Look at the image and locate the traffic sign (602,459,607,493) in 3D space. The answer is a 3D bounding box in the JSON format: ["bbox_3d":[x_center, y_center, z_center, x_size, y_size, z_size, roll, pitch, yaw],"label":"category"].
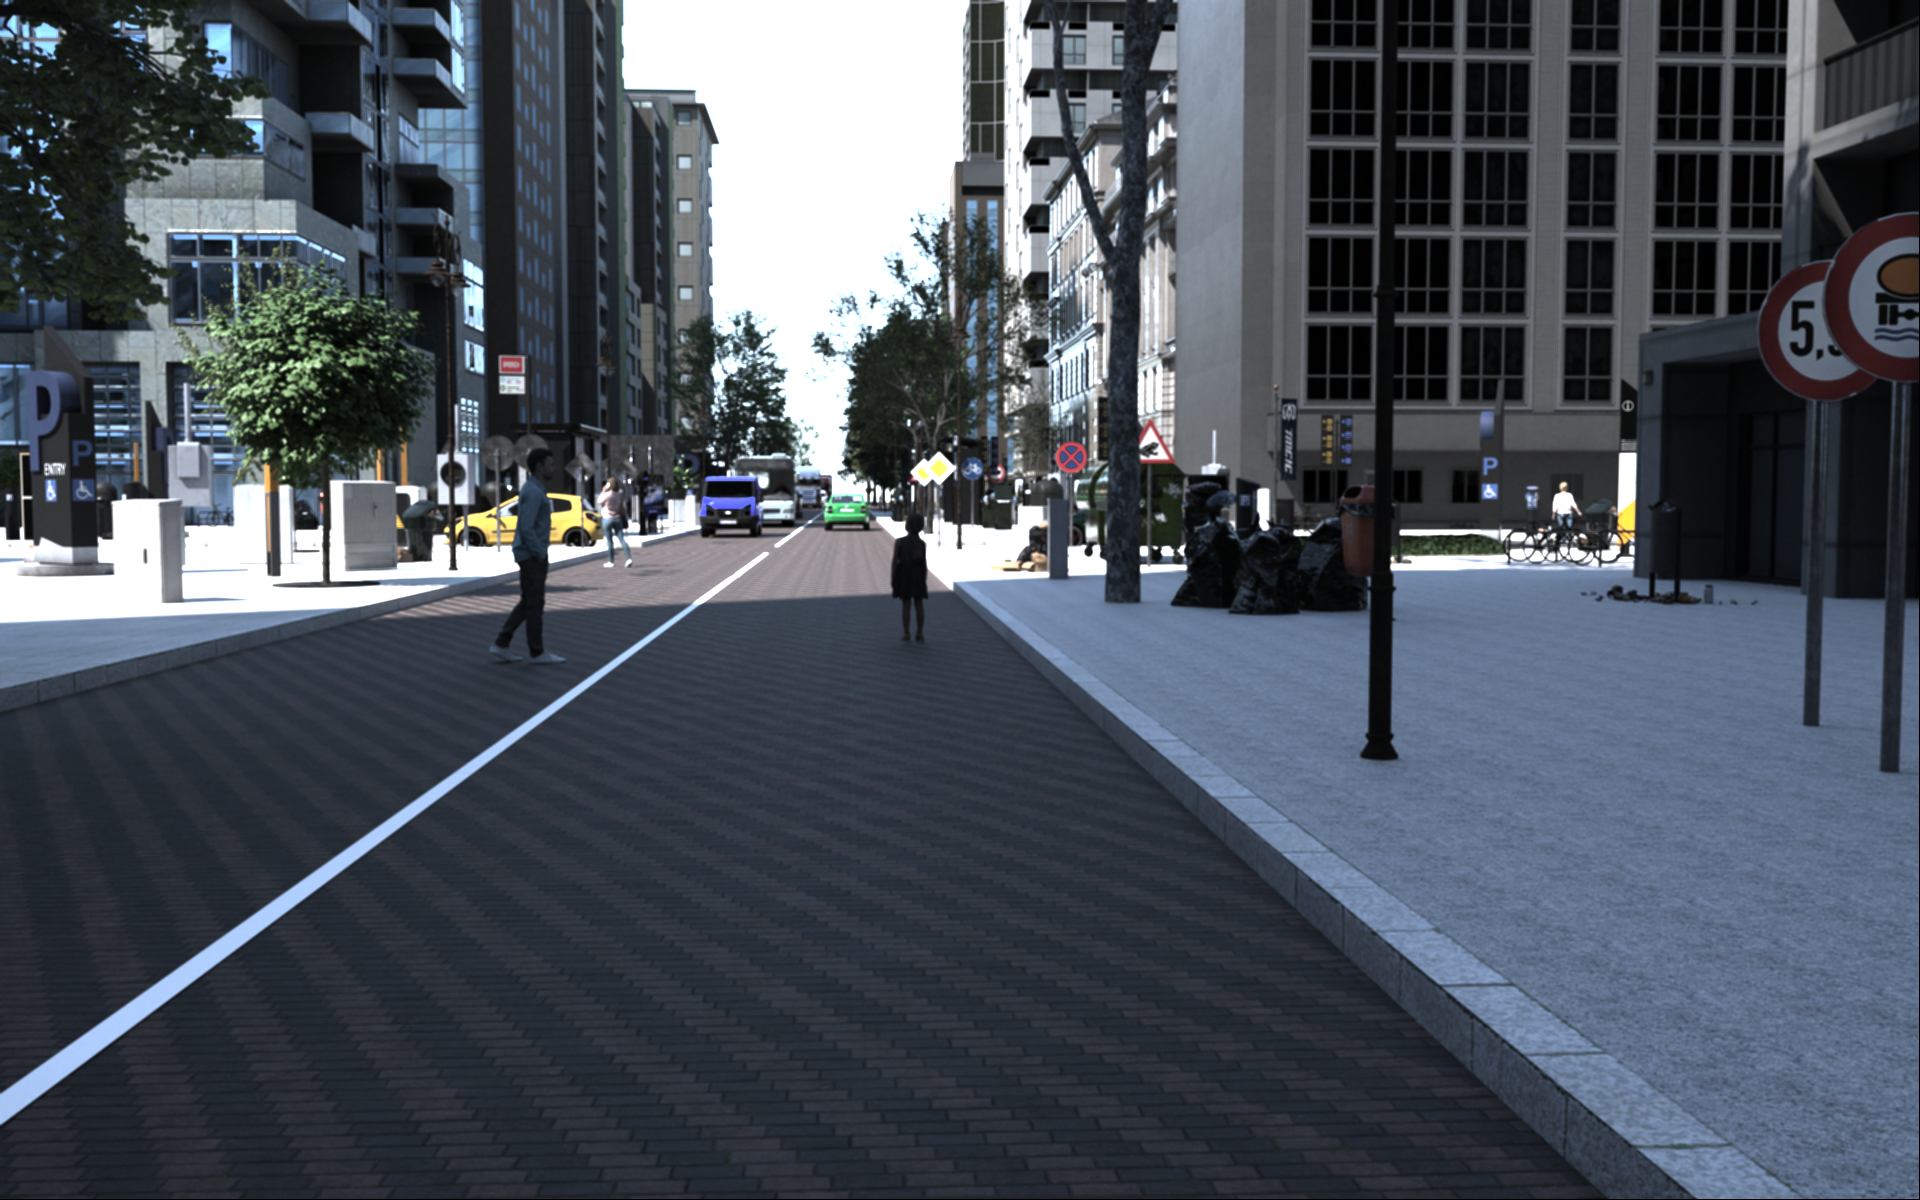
[{"bbox_3d":[-12.808,-3.844,62.947,0.768,2.556,0.104,0,4,6],"label":"traffic sign"}]

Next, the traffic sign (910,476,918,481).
[{"bbox_3d":[-1.621,-4.361,71.312,0.884,2.594,0.081,0,4,1],"label":"traffic sign"}]

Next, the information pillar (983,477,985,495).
[{"bbox_3d":[0.937,-4.302,74.825,0.304,2.012,0.304,0,4,4],"label":"information pillar"}]

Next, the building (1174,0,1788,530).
[{"bbox_3d":[21.429,-16.719,66.857,24.014,27.812,14.314,0,4,-4],"label":"building"}]

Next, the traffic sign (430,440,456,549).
[{"bbox_3d":[-11.964,-2.483,40.595,0.884,2.594,0.081,0,4,-3],"label":"traffic sign"}]

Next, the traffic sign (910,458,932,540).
[{"bbox_3d":[-1.007,-2.755,48.693,0.795,2.450,0.064,0,4,-4],"label":"traffic sign"}]

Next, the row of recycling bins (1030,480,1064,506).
[{"bbox_3d":[2.604,-2.755,52.154,1.069,1.692,3.534,0,4,2],"label":"row of recycling bins"}]

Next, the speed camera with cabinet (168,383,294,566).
[{"bbox_3d":[-13.166,-2.262,31.314,2.038,3.252,0.660,-1,4,-20],"label":"speed camera with cabinet"}]

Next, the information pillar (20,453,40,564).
[{"bbox_3d":[-16.649,-1.631,31.157,0.304,2.012,0.304,0,4,3],"label":"information pillar"}]

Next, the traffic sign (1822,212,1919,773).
[{"bbox_3d":[4.299,-0.479,7.932,0.768,2.556,0.104,0,4,4],"label":"traffic sign"}]

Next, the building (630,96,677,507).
[{"bbox_3d":[-36.112,-29.901,172.480,14.154,41.232,14.086,0,4,-4],"label":"building"}]

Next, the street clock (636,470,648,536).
[{"bbox_3d":[-9.742,-2.974,53.189,0.358,2.002,0.471,1,4,9],"label":"street clock"}]

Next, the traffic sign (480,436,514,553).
[{"bbox_3d":[-10.074,-2.303,37.760,0.768,2.556,0.104,0,3,0],"label":"traffic sign"}]

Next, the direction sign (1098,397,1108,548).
[{"bbox_3d":[3.544,-2.979,40.705,0.876,3.537,0.379,-3,5,-42],"label":"direction sign"}]

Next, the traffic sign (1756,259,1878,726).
[{"bbox_3d":[4.719,-0.576,9.524,0.768,2.556,0.104,0,4,0],"label":"traffic sign"}]

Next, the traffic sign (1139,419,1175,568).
[{"bbox_3d":[3.293,-1.841,30.104,0.884,2.594,0.081,0,4,-3],"label":"traffic sign"}]

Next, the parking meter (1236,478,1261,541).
[{"bbox_3d":[4.424,-1.113,26.614,0.372,1.533,0.369,0,3,0],"label":"parking meter"}]

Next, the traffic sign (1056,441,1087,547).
[{"bbox_3d":[2.692,-2.553,41.854,0.768,2.556,0.104,0,4,6],"label":"traffic sign"}]

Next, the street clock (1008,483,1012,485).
[{"bbox_3d":[3.108,-6.426,109.642,0.358,2.002,0.471,-1,4,-23],"label":"street clock"}]

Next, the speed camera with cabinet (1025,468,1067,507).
[{"bbox_3d":[3.697,-4.975,75.683,2.038,3.252,0.660,3,5,39],"label":"speed camera with cabinet"}]

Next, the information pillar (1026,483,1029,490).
[{"bbox_3d":[4.501,-6.954,118.195,0.304,2.012,0.304,2,4,25],"label":"information pillar"}]

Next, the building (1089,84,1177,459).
[{"bbox_3d":[14.805,-15.058,87.993,13.314,21.916,24.055,0,4,-4],"label":"building"}]

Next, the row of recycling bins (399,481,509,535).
[{"bbox_3d":[-16.086,-2.937,55.139,3.534,1.692,1.069,-3,4,-36],"label":"row of recycling bins"}]

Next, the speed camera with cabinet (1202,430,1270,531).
[{"bbox_3d":[8.597,-3.651,54.023,2.038,3.252,0.660,0,4,0],"label":"speed camera with cabinet"}]

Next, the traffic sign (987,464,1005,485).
[{"bbox_3d":[1.493,-4.434,72.599,0.768,2.556,0.104,0,4,4],"label":"traffic sign"}]

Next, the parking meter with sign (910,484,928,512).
[{"bbox_3d":[-2.067,-6.850,108.262,1.738,3.016,0.543,1,4,10],"label":"parking meter with sign"}]

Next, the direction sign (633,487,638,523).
[{"bbox_3d":[-14.564,-5.228,77.481,0.379,3.537,0.876,3,5,43],"label":"direction sign"}]

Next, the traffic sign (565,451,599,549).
[{"bbox_3d":[-8.770,-2.237,40.212,0.795,2.450,0.064,0,4,-4],"label":"traffic sign"}]

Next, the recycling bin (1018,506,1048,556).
[{"bbox_3d":[1.676,-1.402,35.471,0.722,1.027,0.722,-3,5,-41],"label":"recycling bin"}]

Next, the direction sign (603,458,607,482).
[{"bbox_3d":[-22.239,-7.194,109.626,0.379,3.537,0.876,3,5,41],"label":"direction sign"}]

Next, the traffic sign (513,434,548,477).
[{"bbox_3d":[-9.155,-2.254,36.952,0.768,2.556,0.104,0,4,2],"label":"traffic sign"}]

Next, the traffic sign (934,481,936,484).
[{"bbox_3d":[-1.484,-5.633,92.198,0.768,2.556,0.104,0,4,-2],"label":"traffic sign"}]

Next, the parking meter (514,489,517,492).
[{"bbox_3d":[-22.283,-4.830,87.384,0.372,1.533,0.369,0,3,0],"label":"parking meter"}]

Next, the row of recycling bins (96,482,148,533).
[{"bbox_3d":[-28.724,-3.071,57.326,3.534,1.692,1.069,-1,4,-9],"label":"row of recycling bins"}]

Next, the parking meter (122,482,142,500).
[{"bbox_3d":[-17.805,-1.765,37.271,0.372,1.533,0.369,0,3,0],"label":"parking meter"}]

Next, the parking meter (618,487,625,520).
[{"bbox_3d":[-15.676,-4.564,80.329,0.399,1.863,0.255,1,4,18],"label":"parking meter"}]

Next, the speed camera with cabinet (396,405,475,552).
[{"bbox_3d":[-11.790,-2.680,38.160,2.038,3.252,0.660,0,4,0],"label":"speed camera with cabinet"}]

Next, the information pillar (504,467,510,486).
[{"bbox_3d":[-22.511,-5.799,86.176,0.183,3.616,0.504,1,4,12],"label":"information pillar"}]

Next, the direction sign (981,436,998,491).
[{"bbox_3d":[1.149,-4.647,67.981,0.876,3.537,0.379,-3,5,-40],"label":"direction sign"}]

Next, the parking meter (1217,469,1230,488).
[{"bbox_3d":[6.000,-2.067,39.512,0.255,1.863,0.399,1,4,15],"label":"parking meter"}]

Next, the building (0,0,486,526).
[{"bbox_3d":[-35.496,-47.014,81.345,22.319,86.520,31.000,0,4,-4],"label":"building"}]

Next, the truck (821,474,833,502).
[{"bbox_3d":[-19.643,-15.866,248.315,2.839,4.237,11.283,0,4,-2],"label":"truck"}]

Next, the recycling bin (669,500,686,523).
[{"bbox_3d":[-12.482,-3.926,76.744,0.722,1.027,0.722,-1,4,-22],"label":"recycling bin"}]

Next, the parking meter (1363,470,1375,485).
[{"bbox_3d":[9.894,-2.205,41.768,0.255,1.863,0.399,0,4,-4],"label":"parking meter"}]

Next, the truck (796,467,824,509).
[{"bbox_3d":[-15.266,-11.356,175.431,2.967,4.110,18.799,0,4,-4],"label":"truck"}]

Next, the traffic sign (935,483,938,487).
[{"bbox_3d":[-1.659,-6.529,108.878,0.606,2.300,0.079,0,4,0],"label":"traffic sign"}]

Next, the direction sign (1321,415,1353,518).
[{"bbox_3d":[10.760,-3.519,49.539,0.876,3.537,0.379,0,4,4],"label":"direction sign"}]

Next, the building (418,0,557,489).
[{"bbox_3d":[-34.786,-28.327,113.254,14.600,45.320,14.200,0,4,-4],"label":"building"}]

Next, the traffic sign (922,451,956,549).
[{"bbox_3d":[-0.492,-2.268,40.724,0.795,2.450,0.064,0,4,-4],"label":"traffic sign"}]

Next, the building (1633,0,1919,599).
[{"bbox_3d":[21.231,-35.272,14.944,20.563,71.187,20.611,0,4,-4],"label":"building"}]

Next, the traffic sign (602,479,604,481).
[{"bbox_3d":[-14.161,-4.168,68.246,0.768,2.556,0.104,0,4,3],"label":"traffic sign"}]

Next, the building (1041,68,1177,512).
[{"bbox_3d":[12.798,-19.267,112.283,12.463,27.353,25.104,0,4,-4],"label":"building"}]

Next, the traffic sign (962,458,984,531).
[{"bbox_3d":[0.441,-3.702,60.635,0.768,2.556,0.104,0,4,-3],"label":"traffic sign"}]

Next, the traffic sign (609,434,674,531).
[{"bbox_3d":[-10.903,-3.995,59.189,2.265,3.308,0.079,0,4,5],"label":"traffic sign"}]

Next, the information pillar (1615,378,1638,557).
[{"bbox_3d":[13.571,-2.671,35.022,0.504,3.616,0.183,2,4,26],"label":"information pillar"}]

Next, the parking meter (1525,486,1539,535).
[{"bbox_3d":[17.865,-2.794,54.094,0.372,1.533,0.369,0,3,0],"label":"parking meter"}]

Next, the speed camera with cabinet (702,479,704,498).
[{"bbox_3d":[-14.321,-6.422,99.332,2.038,3.252,0.660,0,4,-7],"label":"speed camera with cabinet"}]

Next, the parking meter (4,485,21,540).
[{"bbox_3d":[-26.752,-2.475,48.885,0.372,1.533,0.369,0,3,0],"label":"parking meter"}]

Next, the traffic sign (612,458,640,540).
[{"bbox_3d":[-9.285,-2.724,48.181,0.795,2.450,0.064,0,4,-4],"label":"traffic sign"}]

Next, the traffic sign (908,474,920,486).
[{"bbox_3d":[-2.767,-6.411,104.926,0.768,2.556,0.104,0,4,-1],"label":"traffic sign"}]
